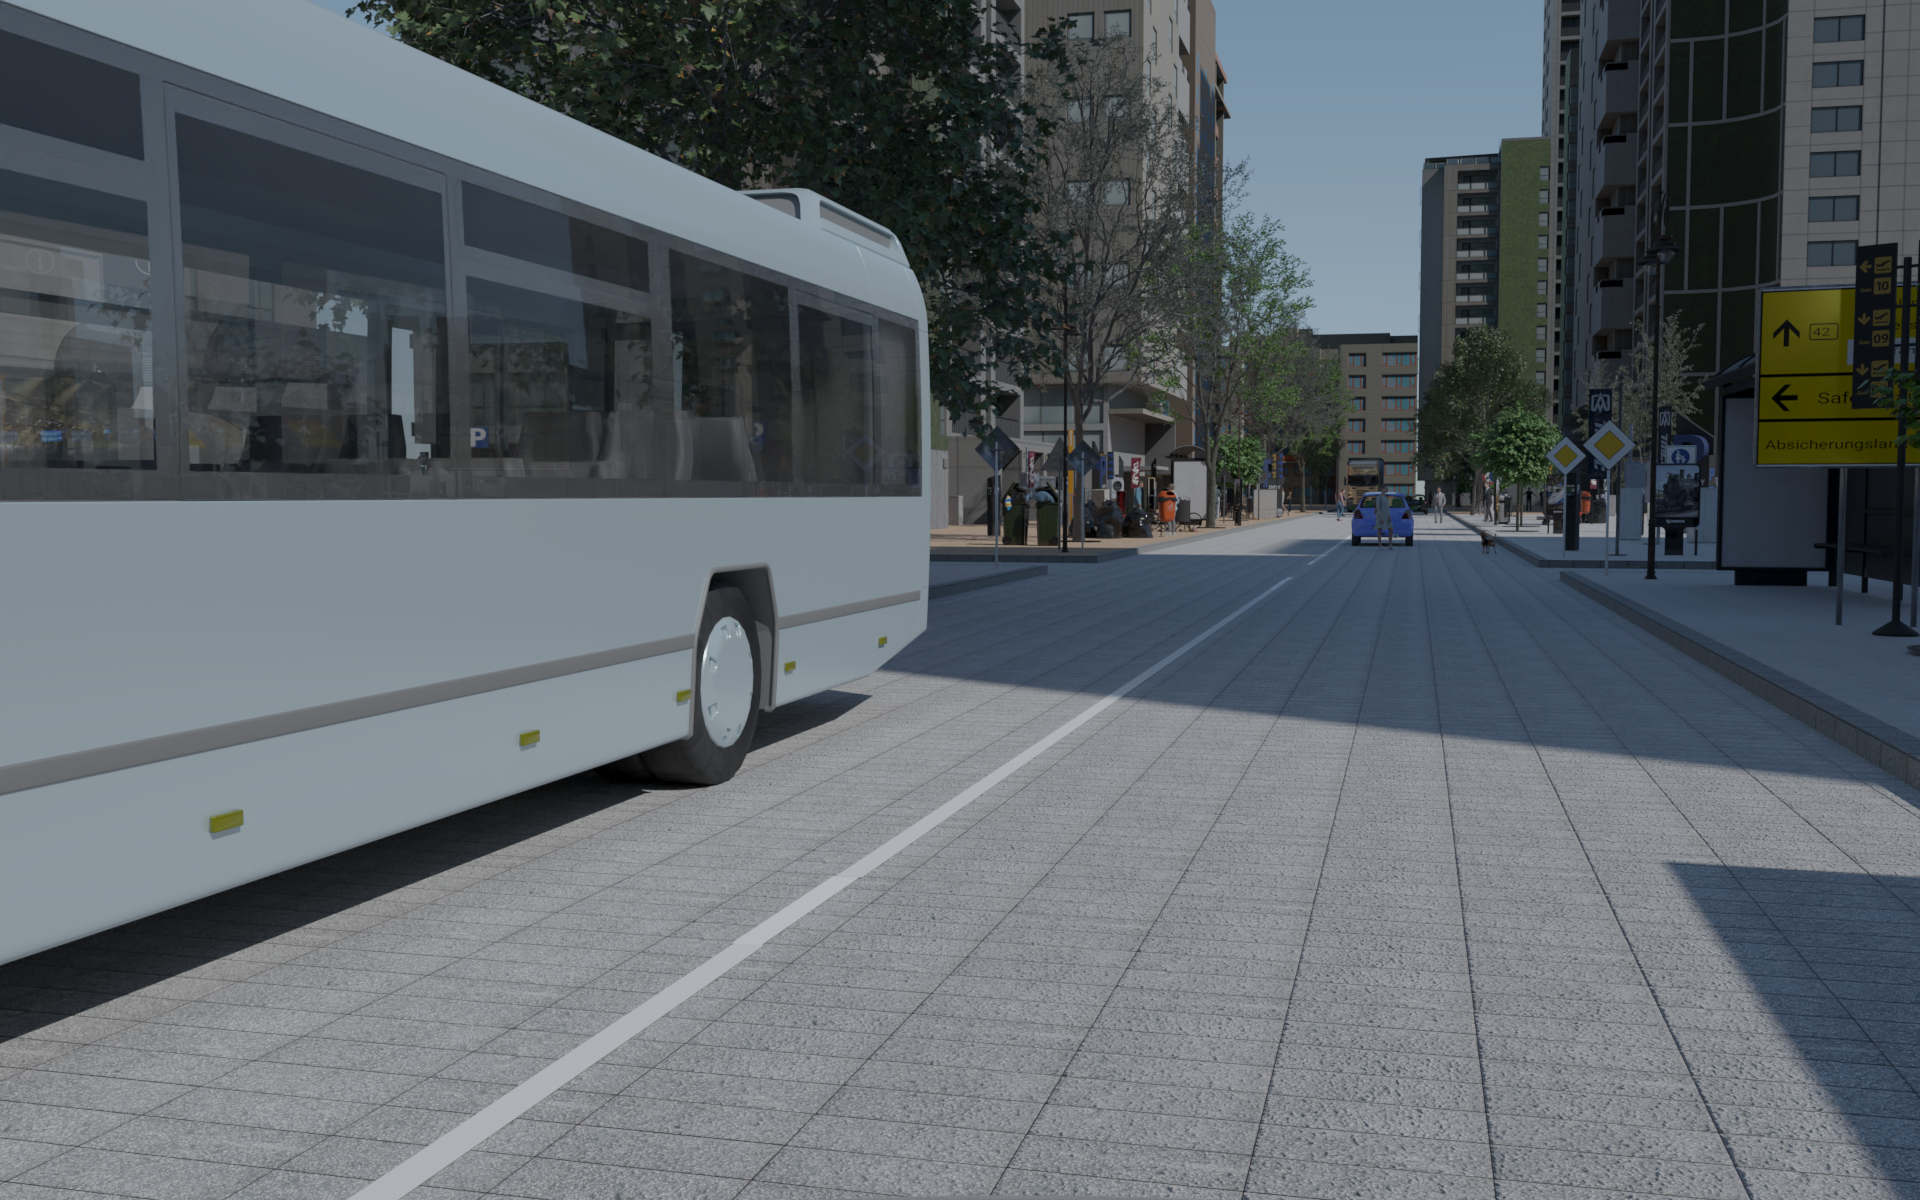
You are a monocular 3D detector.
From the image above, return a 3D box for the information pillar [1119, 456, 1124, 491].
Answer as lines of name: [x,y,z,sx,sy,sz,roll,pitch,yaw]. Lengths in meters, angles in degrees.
information pillar: [9.765,-6.956,105.085,0.183,3.616,0.504,-2,4,-24]

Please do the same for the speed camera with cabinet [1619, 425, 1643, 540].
speed camera with cabinet: [18.995,-3.328,48.757,0.660,3.252,2.038,2,4,26]

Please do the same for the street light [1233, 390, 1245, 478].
street light: [12.269,-6.321,76.143,0.468,5.910,1.993,1,4,15]

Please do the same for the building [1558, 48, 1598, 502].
building: [63.133,-29.200,161.009,14.154,41.232,14.086,1,4,15]

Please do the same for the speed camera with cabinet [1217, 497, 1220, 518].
speed camera with cabinet: [12.832,-6.007,92.554,2.038,3.252,0.660,1,4,17]

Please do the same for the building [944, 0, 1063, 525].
building: [-5.687,-39.442,83.133,20.563,71.187,20.611,1,4,15]

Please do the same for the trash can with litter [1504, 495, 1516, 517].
trash can with litter: [30.859,-5.369,98.834,2.233,1.210,1.678,-1,4,-13]

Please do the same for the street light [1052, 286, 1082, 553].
street light: [2.306,-3.981,37.880,0.468,5.910,1.993,1,4,15]

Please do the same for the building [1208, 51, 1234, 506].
building: [12.860,-31.533,170.185,28.867,44.769,22.147,1,4,15]

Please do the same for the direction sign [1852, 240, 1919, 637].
direction sign: [8.487,-1.444,15.604,0.379,3.537,0.876,-3,5,-41]

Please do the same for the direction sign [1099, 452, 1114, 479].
direction sign: [7.751,-6.136,92.318,0.876,3.537,0.379,0,4,8]

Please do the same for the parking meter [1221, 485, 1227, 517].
parking meter: [14.861,-5.616,97.535,0.255,1.863,0.399,1,4,23]

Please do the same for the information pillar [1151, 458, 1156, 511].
information pillar: [12.407,-7.319,111.012,0.183,3.616,0.504,3,5,42]

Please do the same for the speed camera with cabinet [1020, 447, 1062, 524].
speed camera with cabinet: [3.376,-4.751,72.019,0.660,3.252,2.038,-3,5,-39]

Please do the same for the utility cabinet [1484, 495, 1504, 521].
utility cabinet: [25.554,-4.383,82.820,1.020,1.237,0.306,-2,4,-28]

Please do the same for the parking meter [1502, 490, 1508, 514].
parking meter: [32.173,-5.747,102.373,0.372,1.533,0.369,0,3,0]

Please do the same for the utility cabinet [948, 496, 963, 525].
utility cabinet: [-0.337,-3.697,71.605,1.020,1.237,0.306,3,5,41]

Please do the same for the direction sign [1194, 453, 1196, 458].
direction sign: [12.241,-6.012,90.289,0.379,3.537,0.876,0,4,8]

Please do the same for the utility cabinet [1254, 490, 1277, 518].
utility cabinet: [15.909,-4.990,90.267,1.173,1.500,0.318,1,4,9]

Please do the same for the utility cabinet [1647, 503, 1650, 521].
utility cabinet: [32.798,-4.425,81.028,1.173,1.500,0.318,1,4,22]

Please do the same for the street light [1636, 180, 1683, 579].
street light: [10.412,-3.250,25.925,0.468,5.910,1.993,1,4,15]

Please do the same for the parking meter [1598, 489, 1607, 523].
parking meter: [28.754,-4.225,77.483,0.372,1.533,0.369,0,3,0]

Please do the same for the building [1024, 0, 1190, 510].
building: [2.226,-32.985,128.548,28.713,52.752,27.495,1,4,15]

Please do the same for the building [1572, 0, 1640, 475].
building: [64.468,-33.571,138.125,28.713,52.752,27.495,1,4,15]

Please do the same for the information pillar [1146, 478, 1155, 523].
information pillar: [8.565,-4.484,77.811,0.304,2.012,0.304,-1,4,-10]

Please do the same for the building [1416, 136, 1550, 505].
building: [60.846,-31.734,202.451,14.086,41.232,14.154,1,4,15]

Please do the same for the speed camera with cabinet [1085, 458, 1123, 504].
speed camera with cabinet: [7.800,-6.093,93.959,2.038,3.252,0.660,-1,4,-19]

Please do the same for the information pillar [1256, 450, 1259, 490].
information pillar: [15.726,-6.122,91.446,0.183,3.616,0.504,0,4,2]

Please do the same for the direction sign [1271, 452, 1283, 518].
direction sign: [17.106,-6.205,93.445,0.876,3.537,0.379,-3,4,-37]

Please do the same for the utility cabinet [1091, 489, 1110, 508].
utility cabinet: [6.506,-4.394,80.529,0.318,1.500,1.173,-2,4,-28]

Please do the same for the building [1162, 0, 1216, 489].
building: [13.852,-30.406,147.251,14.600,45.320,14.200,1,4,15]

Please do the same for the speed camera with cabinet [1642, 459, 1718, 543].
speed camera with cabinet: [19.057,-3.113,45.231,2.038,3.252,0.660,0,4,3]

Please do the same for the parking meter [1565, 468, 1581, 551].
parking meter: [13.891,-2.055,39.304,0.255,1.863,0.399,3,4,37]

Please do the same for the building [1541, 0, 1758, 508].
building: [78.716,-46.653,201.024,20.611,71.187,20.563,1,4,15]

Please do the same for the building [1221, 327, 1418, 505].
building: [41.830,-22.644,215.271,28.899,21.520,27.650,1,4,15]

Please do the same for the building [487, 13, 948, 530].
building: [-8.964,-17.576,59.070,14.160,30.474,14.107,1,4,15]

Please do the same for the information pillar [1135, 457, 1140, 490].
information pillar: [11.305,-7.281,110.396,0.183,3.616,0.504,-2,4,-26]

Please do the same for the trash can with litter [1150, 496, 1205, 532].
trash can with litter: [7.175,-2.921,58.818,2.233,1.210,1.678,1,4,13]

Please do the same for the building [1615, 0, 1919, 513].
building: [55.047,-41.404,115.204,20.563,71.187,20.611,1,4,15]

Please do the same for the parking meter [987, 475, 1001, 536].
parking meter: [1.035,-2.893,53.014,0.399,1.863,0.255,-3,5,-40]

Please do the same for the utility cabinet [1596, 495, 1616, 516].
utility cabinet: [37.071,-5.397,99.404,1.020,1.237,0.306,2,4,26]

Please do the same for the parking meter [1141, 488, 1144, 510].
parking meter: [8.137,-4.273,78.278,0.372,1.533,0.369,0,3,0]
